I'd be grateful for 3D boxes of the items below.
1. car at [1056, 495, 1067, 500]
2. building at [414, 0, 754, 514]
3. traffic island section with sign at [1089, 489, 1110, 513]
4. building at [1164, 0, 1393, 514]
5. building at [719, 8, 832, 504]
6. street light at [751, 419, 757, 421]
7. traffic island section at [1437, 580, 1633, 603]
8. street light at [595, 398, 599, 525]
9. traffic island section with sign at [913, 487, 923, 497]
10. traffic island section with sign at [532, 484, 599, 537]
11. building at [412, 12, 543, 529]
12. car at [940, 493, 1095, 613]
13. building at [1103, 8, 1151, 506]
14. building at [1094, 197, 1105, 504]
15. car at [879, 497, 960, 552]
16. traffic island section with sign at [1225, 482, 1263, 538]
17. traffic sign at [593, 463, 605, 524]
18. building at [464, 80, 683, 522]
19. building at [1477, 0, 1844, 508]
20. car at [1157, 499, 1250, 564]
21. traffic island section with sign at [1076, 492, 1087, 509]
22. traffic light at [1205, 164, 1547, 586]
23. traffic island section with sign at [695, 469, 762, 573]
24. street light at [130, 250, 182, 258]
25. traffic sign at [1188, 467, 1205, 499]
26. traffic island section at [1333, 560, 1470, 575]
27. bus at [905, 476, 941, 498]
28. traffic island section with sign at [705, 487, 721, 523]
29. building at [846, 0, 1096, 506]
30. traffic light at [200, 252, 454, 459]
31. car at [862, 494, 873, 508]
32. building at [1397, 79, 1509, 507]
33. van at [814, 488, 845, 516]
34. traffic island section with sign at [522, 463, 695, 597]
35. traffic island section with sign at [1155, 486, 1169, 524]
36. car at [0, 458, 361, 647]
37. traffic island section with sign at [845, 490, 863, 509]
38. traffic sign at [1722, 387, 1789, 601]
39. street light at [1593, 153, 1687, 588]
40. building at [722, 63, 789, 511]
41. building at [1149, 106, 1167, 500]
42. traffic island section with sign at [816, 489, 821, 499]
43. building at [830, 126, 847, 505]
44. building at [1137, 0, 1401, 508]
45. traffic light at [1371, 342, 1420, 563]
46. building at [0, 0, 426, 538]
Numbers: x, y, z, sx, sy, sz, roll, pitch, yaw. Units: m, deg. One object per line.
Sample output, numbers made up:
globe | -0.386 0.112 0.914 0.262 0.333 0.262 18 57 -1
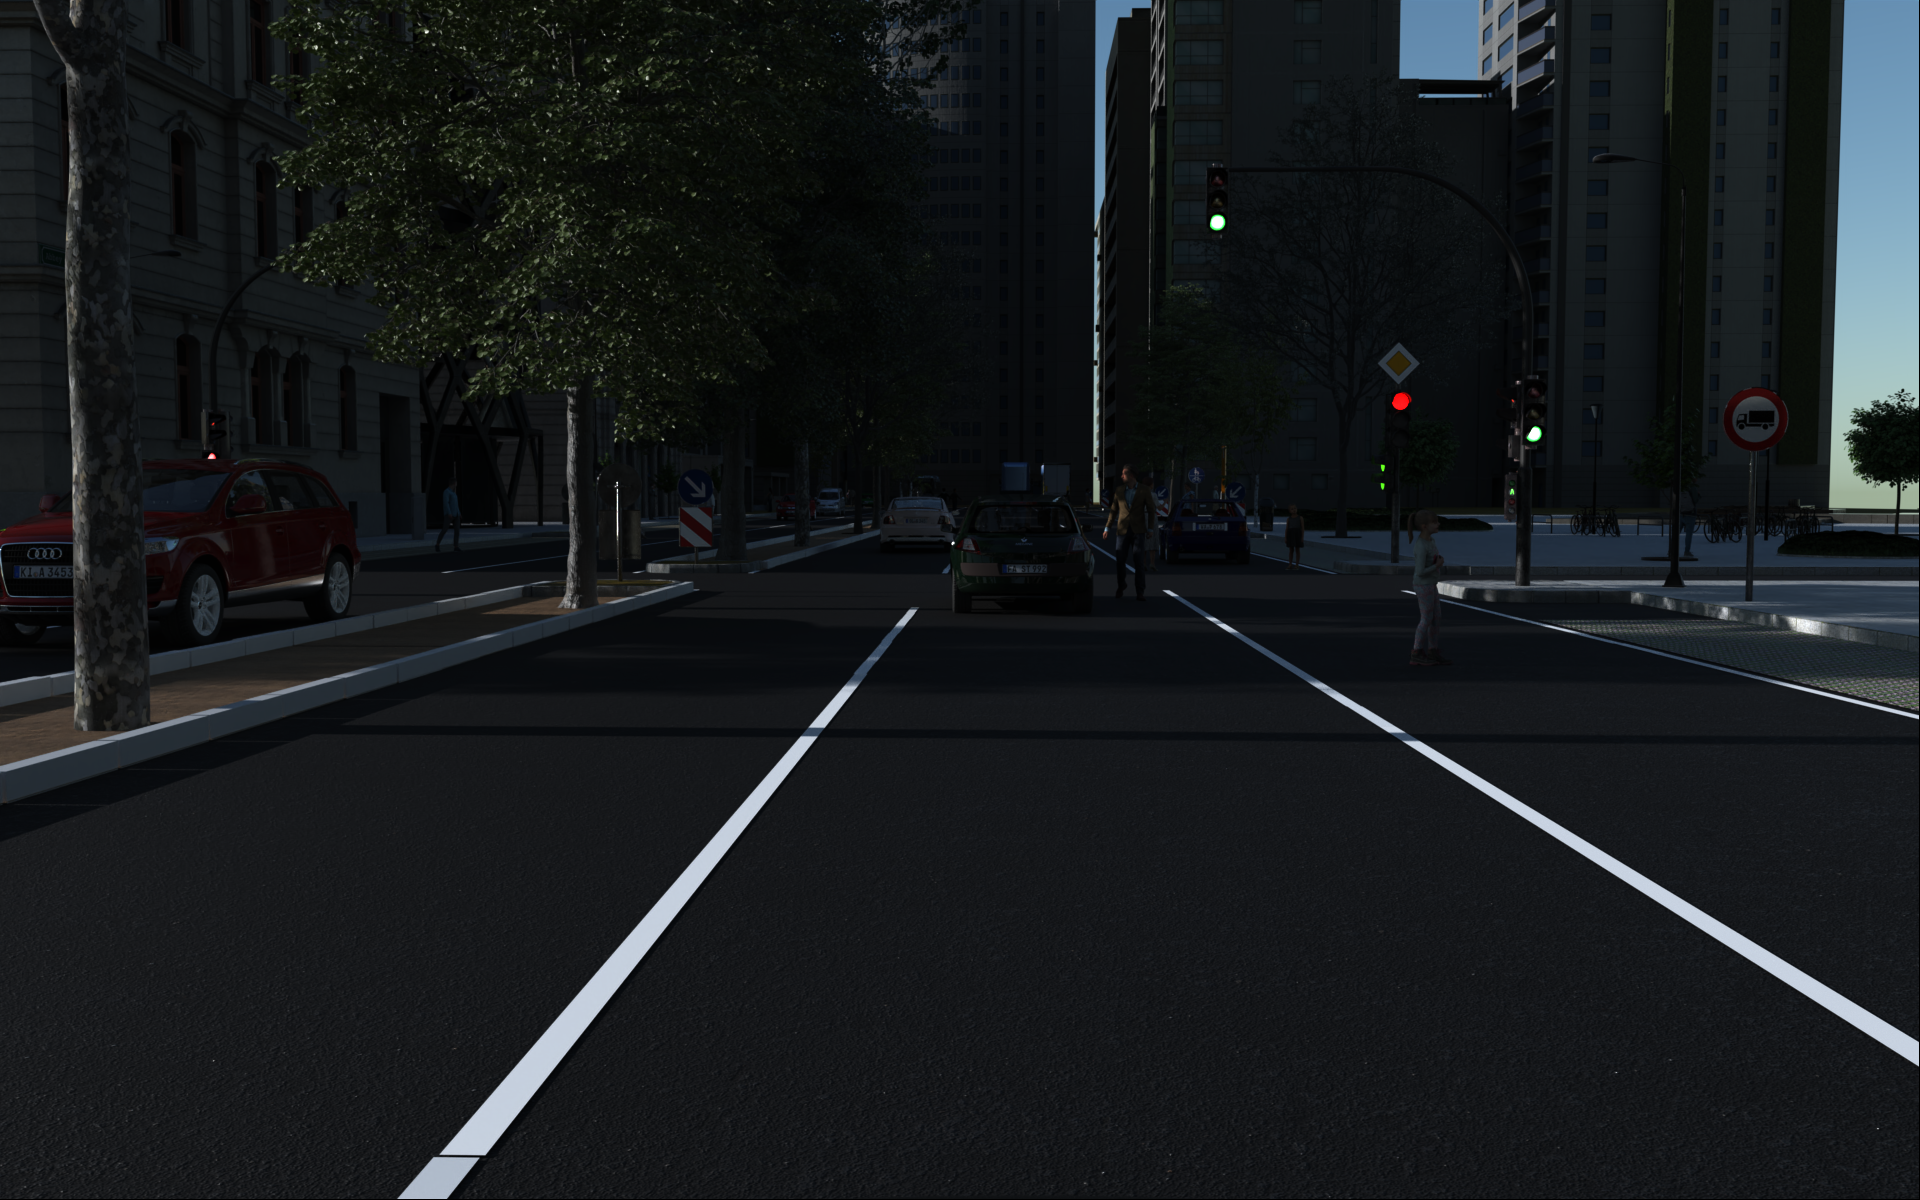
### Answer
car | 7.668 -7.801 139.904 2.083 1.381 4.827 0 4 0
building | -25.108 -41.551 117.618 20.563 71.187 20.611 0 4 2
traffic island section with sign | 11.072 -7.672 134.067 1.989 1.847 2.006 0 4 2
building | 20.912 -26.552 117.716 14.154 41.232 14.086 0 4 2
building | -27.322 -38.543 172.171 28.212 58.520 21.231 0 4 2
street light | -13.324 -8.269 107.739 1.470 5.913 1.316 0 4 2
traffic island section | 7.886 -0.120 24.249 2.009 0.180 2.903 0 4 2
street light | -14.377 -6.020 70.965 1.470 5.913 1.316 0 4 2
traffic island section with sign | -2.636 -6.069 107.372 2.006 1.907 1.989 0 4 2
traffic island section with sign | -13.064 -3.010 57.841 1.989 1.847 2.006 0 4 2
building | -24.759 -12.096 65.217 16.820 18.784 16.811 0 4 2
car | 0.747 -0.761 22.237 2.009 1.686 4.222 0 4 0
building | 25.471 -33.446 170.544 21.300 48.544 21.600 0 4 2
building | 28.444 -31.516 207.162 23.993 40.220 32.217 0 4 2
car | -1.049 -1.931 43.941 2.083 1.381 4.827 0 3 0
traffic island section with sign | 8.833 -2.948 56.829 1.989 1.847 2.006 0 4 2
traffic sign | -14.716 -4.276 70.023 0.768 2.556 0.104 0 4 7
building | -22.686 -15.245 91.061 13.314 21.916 24.055 0 4 2
building | 66.898 -38.290 168.039 28.212 58.520 21.231 0 4 2
car | 5.164 -1.484 36.850 1.945 1.354 3.894 0 4 3
traffic island section with sign | 11.872 -9.360 161.669 1.989 1.847 2.006 0 4 2
traffic light | 5.753 -3.021 24.056 4.771 5.953 1.251 0 4 2
traffic island section with sign | -4.802 -1.476 32.264 2.006 1.907 1.989 0 4 2
street light | -15.507 -3.705 33.115 1.470 5.913 1.316 0 4 2
traffic sign | 11.241 -5.029 82.334 0.768 2.556 0.104 0 4 6
traffic island section | 8.117 -0.609 32.231 2.009 0.180 2.903 0 4 2
bus | -3.484 -10.590 168.003 2.948 3.499 13.247 0 4 2
traffic island section with sign | -12.274 -4.680 85.145 1.989 1.847 2.006 0 4 2
building | 1.134 -40.352 201.749 28.212 58.520 21.231 0 4 2
traffic light | -11.982 -3.550 32.716 4.771 5.953 1.251 0 4 2
car | -9.661 -10.537 181.083 1.959 1.807 4.718 0 4 3
building | 45.898 -29.997 174.043 14.086 41.232 14.154 0 4 2
van | -8.597 -6.590 114.762 2.013 2.044 4.112 0 4 2
traffic island section with sign | -5.026 -1.023 24.861 2.006 1.907 1.989 0 4 2
traffic island section with sign | 9.627 -4.616 84.093 1.989 1.847 2.006 0 4 2
car | -8.028 -0.569 17.975 2.281 1.827 5.304 0 4 2
traffic island section with sign | -10.057 -9.370 161.835 1.989 1.847 2.006 0 4 2
traffic sign | 9.456 -1.258 20.682 0.768 2.556 0.104 0 4 3
street light | 9.334 -3.134 23.786 1.470 5.913 1.316 0 4 2
building | -30.764 -27.469 140.996 32.217 40.220 23.993 0 4 2
building | 21.358 -22.043 132.108 14.160 30.474 14.107 0 4 2
traffic island section with sign | -10.838 -7.723 134.891 1.989 1.847 2.006 0 4 2
building | -23.882 -35.419 202.794 21.600 48.544 21.300 0 4 2
building | 25.173 -43.453 148.714 20.563 71.187 20.611 0 4 2
traffic light | 8.077 -2.642 32.118 0.839 4.253 0.868 0 4 2
building | -23.949 -15.740 44.742 14.401 28.519 23.554 0 4 2
